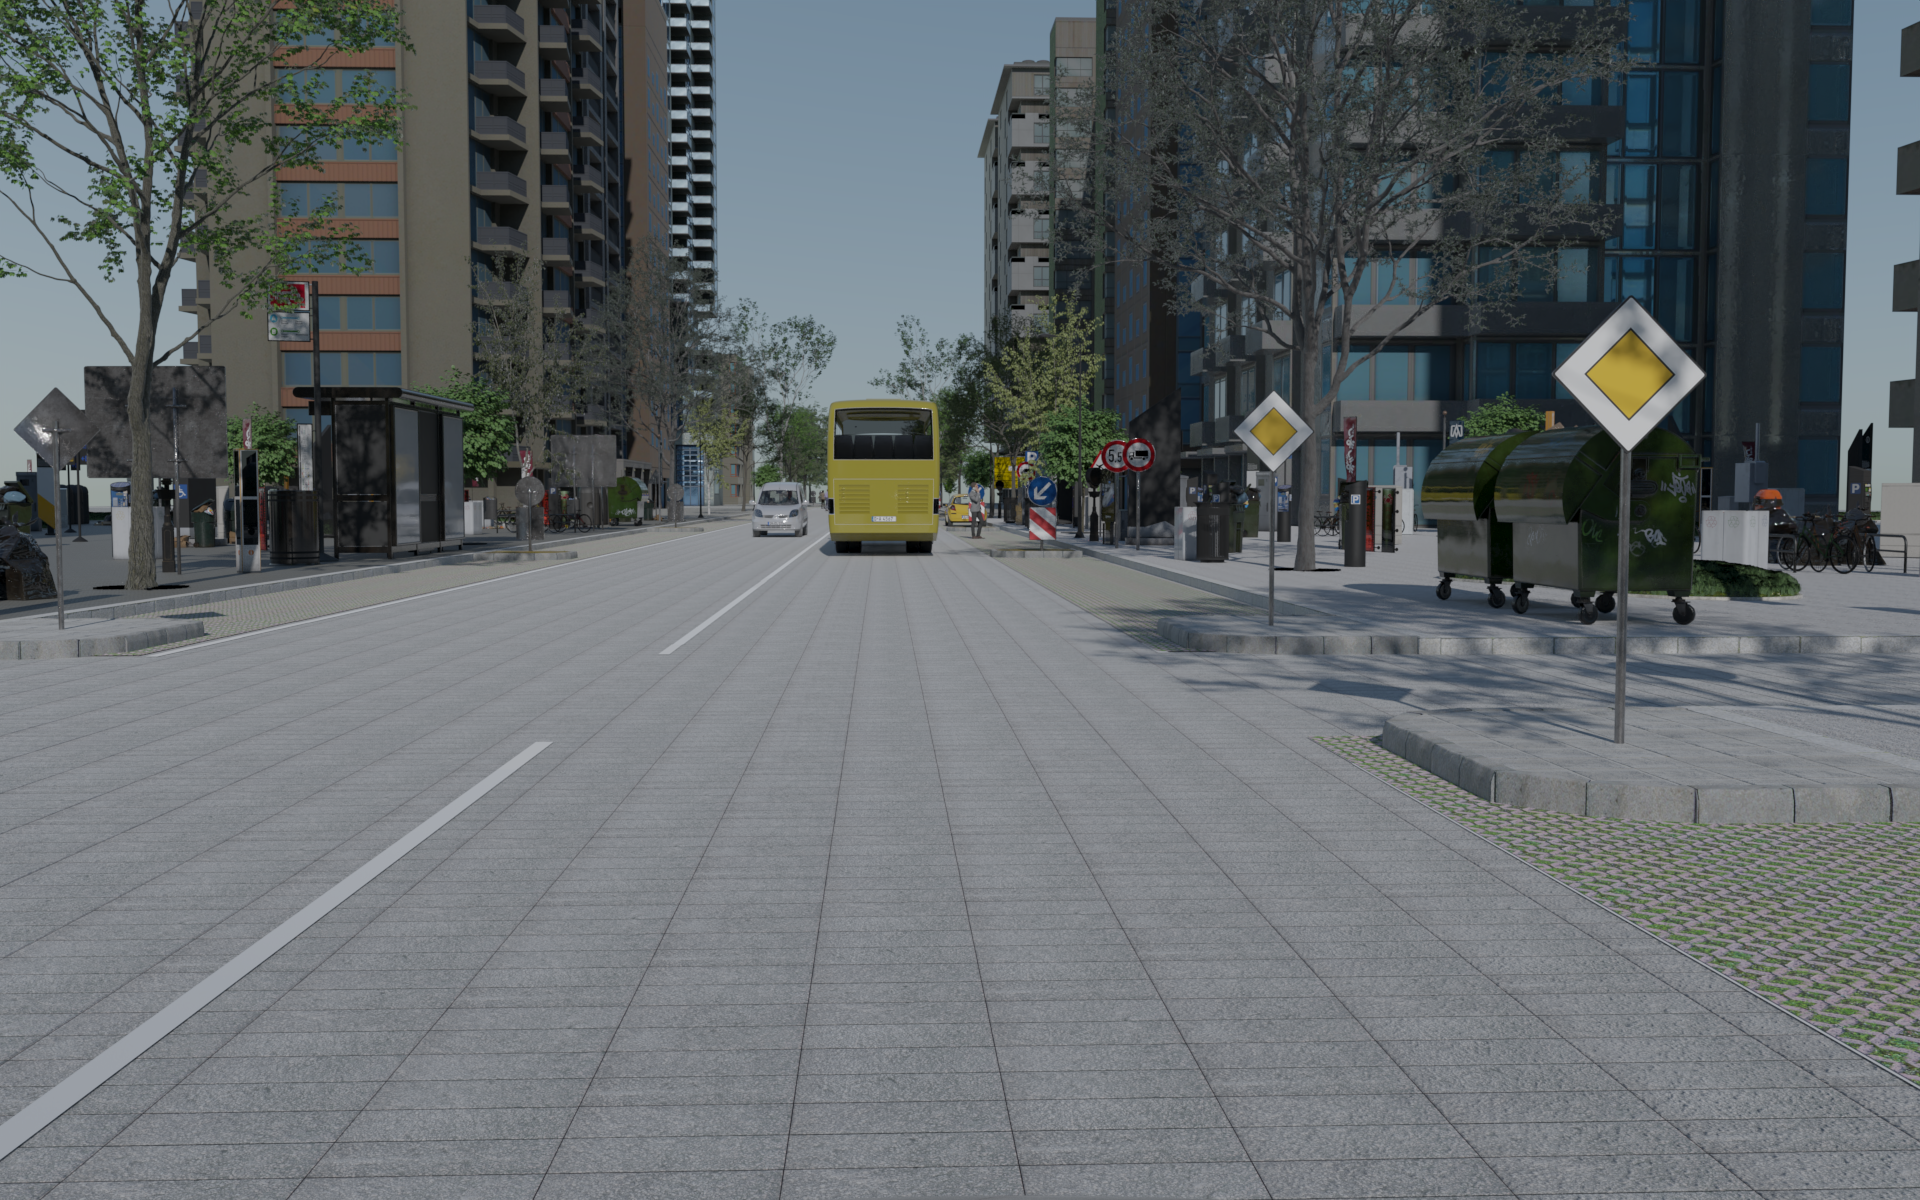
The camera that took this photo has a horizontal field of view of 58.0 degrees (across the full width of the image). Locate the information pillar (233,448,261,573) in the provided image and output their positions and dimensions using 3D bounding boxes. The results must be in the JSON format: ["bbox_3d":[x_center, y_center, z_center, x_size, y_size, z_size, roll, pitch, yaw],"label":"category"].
[{"bbox_3d":[-11.567,-1.444,28.104,0.304,2.012,0.304,-3,5,-40],"label":"information pillar"}]

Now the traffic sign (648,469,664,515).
[{"bbox_3d":[-15.757,-5.490,89.771,0.884,2.594,0.081,0,4,5],"label":"traffic sign"}]

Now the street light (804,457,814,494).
[{"bbox_3d":[-19.001,-14.984,217.527,1.470,5.913,1.316,0,4,-3],"label":"street light"}]

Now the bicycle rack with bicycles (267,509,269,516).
[{"bbox_3d":[-29.247,-3.880,76.816,2.852,0.926,2.925,2,4,32],"label":"bicycle rack with bicycles"}]

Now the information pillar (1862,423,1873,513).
[{"bbox_3d":[29.897,-4.022,57.111,0.183,3.616,0.504,0,4,-2],"label":"information pillar"}]

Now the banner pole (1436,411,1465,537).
[{"bbox_3d":[14.753,-3.794,52.042,0.863,3.779,0.401,3,5,41],"label":"banner pole"}]

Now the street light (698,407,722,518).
[{"bbox_3d":[-13.370,-7.355,92.800,1.470,5.913,1.316,0,4,-3],"label":"street light"}]

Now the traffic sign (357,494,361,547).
[{"bbox_3d":[-14.116,-2.479,40.635,0.768,2.556,0.104,0,4,1],"label":"traffic sign"}]

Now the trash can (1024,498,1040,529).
[{"bbox_3d":[2.719,-3.229,64.451,0.748,1.137,0.748,0,3,0],"label":"trash can"}]

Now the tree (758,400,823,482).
[{"bbox_3d":[-18.646,-16.161,189.986,9.928,11.665,9.643,0,3,0],"label":"tree"}]

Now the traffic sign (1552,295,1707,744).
[{"bbox_3d":[3.391,-0.319,8.853,0.795,2.450,0.064,0,4,-3],"label":"traffic sign"}]

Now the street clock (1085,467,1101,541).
[{"bbox_3d":[3.640,-2.591,46.937,0.471,2.002,0.358,-2,4,-30],"label":"street clock"}]

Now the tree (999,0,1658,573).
[{"bbox_3d":[5.907,-7.224,28.475,12.009,13.543,11.850,0,3,0],"label":"tree"}]

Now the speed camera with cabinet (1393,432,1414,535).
[{"bbox_3d":[14.082,-3.706,54.934,0.660,3.252,2.038,1,4,13],"label":"speed camera with cabinet"}]

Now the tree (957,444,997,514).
[{"bbox_3d":[1.390,-7.960,113.863,4.285,4.588,4.351,0,3,0],"label":"tree"}]

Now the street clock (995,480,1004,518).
[{"bbox_3d":[2.095,-5.311,91.405,0.471,2.002,0.358,0,4,6],"label":"street clock"}]

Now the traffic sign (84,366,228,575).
[{"bbox_3d":[-12.763,-2.058,27.515,2.265,3.308,0.079,0,4,1],"label":"traffic sign"}]

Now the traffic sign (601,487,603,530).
[{"bbox_3d":[-12.814,-3.665,62.045,0.606,2.300,0.079,0,4,5],"label":"traffic sign"}]

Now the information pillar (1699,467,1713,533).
[{"bbox_3d":[20.663,-2.659,47.971,0.304,2.012,0.304,2,4,27],"label":"information pillar"}]

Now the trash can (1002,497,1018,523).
[{"bbox_3d":[2.215,-3.939,76.057,0.748,1.137,0.748,0,3,0],"label":"trash can"}]

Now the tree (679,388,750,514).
[{"bbox_3d":[-15.601,-9.691,108.818,4.737,8.622,4.395,0,3,0],"label":"tree"}]

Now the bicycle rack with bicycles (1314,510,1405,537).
[{"bbox_3d":[11.621,-2.387,52.405,2.925,0.926,2.852,3,5,39],"label":"bicycle rack with bicycles"}]

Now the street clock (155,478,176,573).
[{"bbox_3d":[-12.984,-1.456,28.371,0.358,2.002,0.471,-1,4,-19],"label":"street clock"}]

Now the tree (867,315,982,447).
[{"bbox_3d":[-3.902,-20.110,184.682,12.611,20.169,13.585,0,3,0],"label":"tree"}]

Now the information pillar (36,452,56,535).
[{"bbox_3d":[-28.470,-3.829,53.953,0.504,3.616,0.183,-2,4,-29],"label":"information pillar"}]

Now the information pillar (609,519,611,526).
[{"bbox_3d":[-14.247,-4.850,70.657,0.183,3.616,0.504,0,4,-8],"label":"information pillar"}]

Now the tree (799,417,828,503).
[{"bbox_3d":[-22.049,-20.258,249.350,7.486,12.596,7.792,0,3,0],"label":"tree"}]

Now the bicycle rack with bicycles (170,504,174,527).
[{"bbox_3d":[-29.072,-3.161,65.071,2.925,0.926,2.852,-3,5,-44],"label":"bicycle rack with bicycles"}]

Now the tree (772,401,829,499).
[{"bbox_3d":[-21.385,-20.193,236.809,9.857,13.997,8.962,0,3,0],"label":"tree"}]

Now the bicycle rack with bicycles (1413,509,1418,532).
[{"bbox_3d":[14.449,-2.831,59.666,2.852,0.926,2.925,0,4,7],"label":"bicycle rack with bicycles"}]

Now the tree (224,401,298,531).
[{"bbox_3d":[-24.813,-4.743,61.263,4.285,4.588,4.351,0,3,0],"label":"tree"}]

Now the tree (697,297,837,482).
[{"bbox_3d":[-18.578,-19.092,168.046,12.611,20.169,13.585,0,3,0],"label":"tree"}]

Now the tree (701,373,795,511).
[{"bbox_3d":[-15.725,-11.843,128.047,7.601,10.594,8.767,0,4,7],"label":"tree"}]

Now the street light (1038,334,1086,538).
[{"bbox_3d":[2.944,-4.755,50.280,1.470,5.913,1.316,0,4,-3],"label":"street light"}]

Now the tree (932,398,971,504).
[{"bbox_3d":[-2.371,-17.451,203.453,7.486,12.596,7.792,0,3,0],"label":"tree"}]

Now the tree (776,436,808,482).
[{"bbox_3d":[-20.428,-16.021,212.305,4.360,8.622,3.978,0,3,0],"label":"tree"}]

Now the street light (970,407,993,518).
[{"bbox_3d":[1.082,-7.283,91.614,1.470,5.913,1.316,0,4,-3],"label":"street light"}]

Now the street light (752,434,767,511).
[{"bbox_3d":[-15.358,-9.858,133.715,1.470,5.913,1.316,0,4,-3],"label":"street light"}]

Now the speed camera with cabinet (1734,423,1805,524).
[{"bbox_3d":[22.797,-3.328,48.742,2.038,3.252,0.660,-1,4,-21],"label":"speed camera with cabinet"}]

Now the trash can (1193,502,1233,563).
[{"bbox_3d":[4.728,-1.269,32.404,0.748,1.137,0.748,0,3,0],"label":"trash can"}]

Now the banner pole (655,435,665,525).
[{"bbox_3d":[-12.626,-5.078,73.036,0.401,3.779,0.863,0,4,2],"label":"banner pole"}]

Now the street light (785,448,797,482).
[{"bbox_3d":[-17.150,-12.434,175.841,1.470,5.913,1.316,0,4,-3],"label":"street light"}]

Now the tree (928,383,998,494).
[{"bbox_3d":[0.040,-13.946,153.779,9.928,11.665,9.643,0,3,0],"label":"tree"}]

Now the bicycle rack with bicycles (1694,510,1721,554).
[{"bbox_3d":[16.295,-1.523,38.286,2.852,0.926,2.925,1,4,19],"label":"bicycle rack with bicycles"}]

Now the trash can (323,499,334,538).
[{"bbox_3d":[-18.422,-2.376,50.505,0.748,1.137,0.748,0,3,0],"label":"trash can"}]

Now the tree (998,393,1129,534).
[{"bbox_3d":[3.995,-4.454,56.534,4.285,4.588,4.351,0,3,0],"label":"tree"}]

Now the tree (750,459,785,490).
[{"bbox_3d":[-17.677,-10.764,159.711,4.285,4.588,4.351,0,3,0],"label":"tree"}]

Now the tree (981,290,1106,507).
[{"bbox_3d":[3.175,-6.825,61.952,4.737,8.622,4.395,0,3,0],"label":"tree"}]

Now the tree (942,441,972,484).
[{"bbox_3d":[-3.186,-18.435,218.420,9.611,12.733,9.660,0,3,0],"label":"tree"}]

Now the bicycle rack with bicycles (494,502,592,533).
[{"bbox_3d":[-13.990,-2.673,57.087,2.925,0.926,2.852,2,4,32],"label":"bicycle rack with bicycles"}]

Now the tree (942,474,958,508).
[{"bbox_3d":[-0.878,-10.422,165.003,1.663,3.219,1.824,0,3,0],"label":"tree"}]

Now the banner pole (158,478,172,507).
[{"bbox_3d":[-23.026,-3.674,50.089,0.863,3.779,0.401,2,4,35],"label":"banner pole"}]

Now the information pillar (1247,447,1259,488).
[{"bbox_3d":[10.524,-4.330,62.150,0.183,3.616,0.504,-3,5,-44],"label":"information pillar"}]

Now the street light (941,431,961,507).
[{"bbox_3d":[-0.528,-9.467,127.322,1.470,5.913,1.316,0,4,-3],"label":"street light"}]

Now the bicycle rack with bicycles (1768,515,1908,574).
[{"bbox_3d":[14.356,-0.946,28.843,2.852,0.926,2.925,0,4,3],"label":"bicycle rack with bicycles"}]
